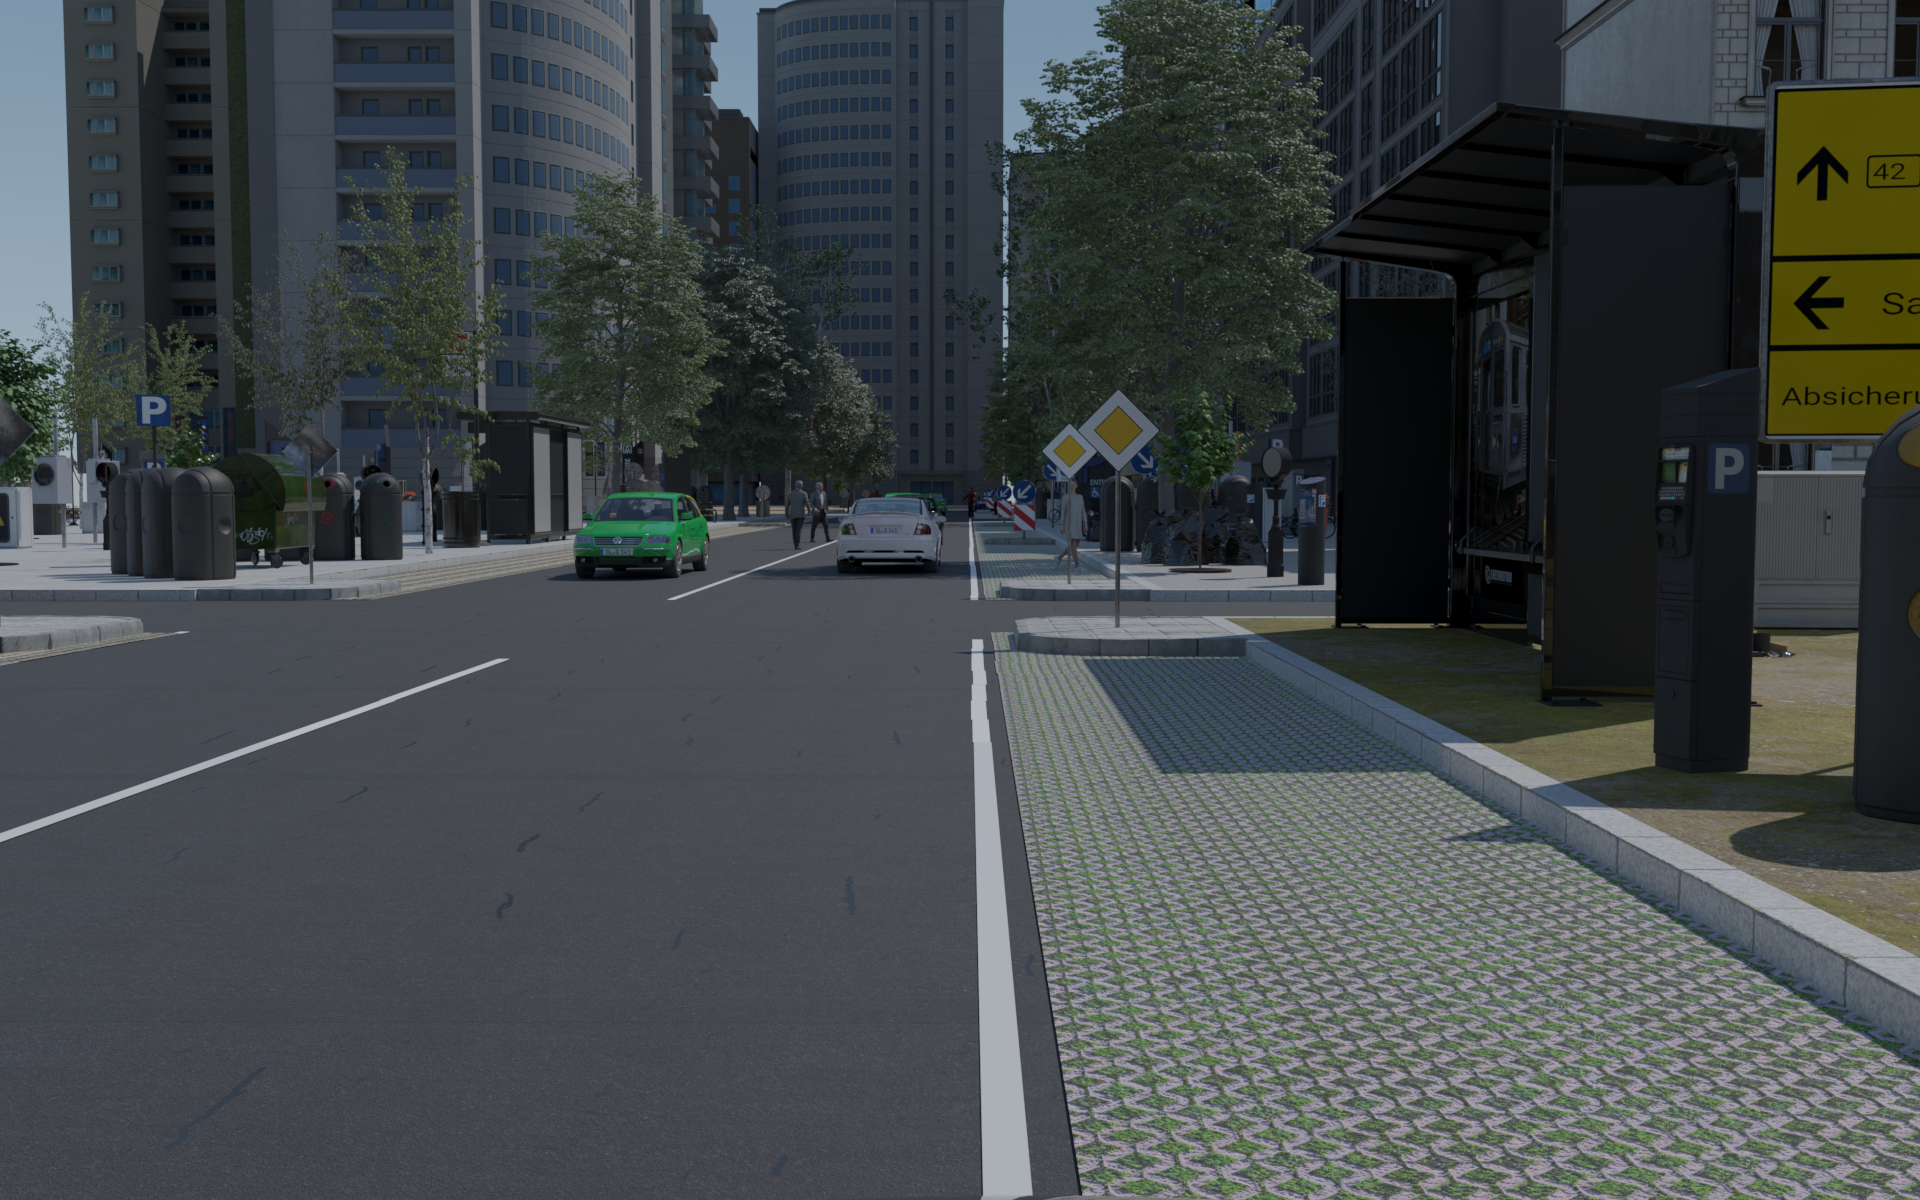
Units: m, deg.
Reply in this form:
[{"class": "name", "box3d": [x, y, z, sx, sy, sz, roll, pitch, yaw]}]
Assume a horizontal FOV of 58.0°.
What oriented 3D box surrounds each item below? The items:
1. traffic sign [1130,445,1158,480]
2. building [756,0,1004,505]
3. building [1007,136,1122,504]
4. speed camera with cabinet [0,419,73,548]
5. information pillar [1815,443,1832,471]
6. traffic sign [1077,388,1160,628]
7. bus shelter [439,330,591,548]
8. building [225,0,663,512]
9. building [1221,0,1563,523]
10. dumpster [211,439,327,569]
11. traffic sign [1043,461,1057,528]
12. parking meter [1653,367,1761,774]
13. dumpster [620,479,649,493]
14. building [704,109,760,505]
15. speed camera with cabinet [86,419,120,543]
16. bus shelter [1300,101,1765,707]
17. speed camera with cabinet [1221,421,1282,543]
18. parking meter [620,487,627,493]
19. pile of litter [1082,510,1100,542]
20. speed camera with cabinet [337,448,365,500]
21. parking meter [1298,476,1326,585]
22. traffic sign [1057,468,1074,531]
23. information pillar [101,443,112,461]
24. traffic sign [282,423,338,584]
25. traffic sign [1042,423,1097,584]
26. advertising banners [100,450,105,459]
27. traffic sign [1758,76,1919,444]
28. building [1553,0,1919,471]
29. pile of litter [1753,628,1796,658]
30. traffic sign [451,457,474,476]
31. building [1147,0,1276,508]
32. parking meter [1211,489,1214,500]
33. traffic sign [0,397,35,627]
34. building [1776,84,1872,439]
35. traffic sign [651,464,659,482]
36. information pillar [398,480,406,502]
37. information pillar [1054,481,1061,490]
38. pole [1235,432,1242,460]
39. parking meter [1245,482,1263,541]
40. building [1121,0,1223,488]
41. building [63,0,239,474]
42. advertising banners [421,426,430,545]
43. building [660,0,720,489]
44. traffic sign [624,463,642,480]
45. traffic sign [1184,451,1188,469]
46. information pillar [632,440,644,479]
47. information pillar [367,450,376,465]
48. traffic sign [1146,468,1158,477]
[{"class": "traffic sign", "box3d": [4.796, -2.745, 44.987, 0.768, 2.556, 0.104, 0, 4, 4]}, {"class": "building", "box3d": [-9.121, -40.471, 203.694, 28.212, 58.520, 21.231, 0, 4, 0]}, {"class": "building", "box3d": [12.592, -31.637, 200.855, 14.086, 41.232, 14.154, 0, 4, 0]}, {"class": "speed camera with cabinet", "box3d": [-22.213, -2.865, 41.172, 2.038, 3.252, 0.660, 1, 4, 9]}, {"class": "information pillar", "box3d": [16.484, -2.552, 33.088, 0.504, 3.616, 0.183, -3, 4, -37]}, {"class": "traffic sign", "box3d": [1.510, -0.791, 16.582, 0.795, 2.450, 0.064, 0, 4, 0]}, {"class": "bus shelter", "box3d": [-11.677, -4.136, 45.252, 2.179, 5.291, 8.768, 0, 4, 0]}, {"class": "building", "box3d": [-32.558, -34.964, 113.663, 21.231, 58.520, 28.212, 0, 4, 0]}, {"class": "building", "box3d": [21.757, -17.943, 86.871, 14.314, 27.812, 24.014, 0, 4, 0]}, {"class": "dumpster", "box3d": [-12.244, -1.712, 30.483, 1.502, 2.255, 1.985, 0, 4, 0]}, {"class": "traffic sign", "box3d": [3.518, -4.000, 65.510, 0.768, 2.556, 0.104, 1, 4, 10]}, {"class": "parking meter", "box3d": [3.457, -0.143, 8.046, 0.399, 1.863, 0.255, -1, 4, -16]}, {"class": "dumpster", "box3d": [-12.474, -3.770, 67.392, 1.264, 1.857, 1.865, 0, 4, 0]}, {"class": "building", "box3d": [-30.606, -33.717, 201.384, 14.200, 45.320, 14.600, 0, 4, 0]}, {"class": "speed camera with cabinet", "box3d": [-21.965, -3.113, 45.228, 2.038, 3.252, 0.660, 2, 4, 32]}, {"class": "bus shelter", "box3d": [4.084, -1.360, 13.513, 1.731, 3.624, 6.357, 0, 4, 0]}, {"class": "speed camera with cabinet", "box3d": [7.798, -3.184, 46.396, 0.660, 3.252, 2.038, -2, 4, -26]}, {"class": "parking meter", "box3d": [-12.514, -3.412, 64.204, 0.372, 1.533, 0.369, 0, 3, 0]}, {"class": "pile of litter", "box3d": [3.840, -2.017, 46.949, 1.176, 0.858, 1.719, 0, 4, -3]}, {"class": "speed camera with cabinet", "box3d": [-26.719, -4.974, 75.653, 0.660, 3.252, 2.038, 2, 4, 29]}, {"class": "parking meter", "box3d": [4.965, -0.981, 24.449, 0.372, 1.533, 0.369, 0, 3, 0]}, {"class": "traffic sign", "box3d": [3.612, -3.502, 59.395, 0.606, 2.300, 0.079, 1, 4, 10]}, {"class": "information pillar", "box3d": [-39.544, -5.441, 80.310, 0.183, 3.616, 0.504, 2, 4, 32]}, {"class": "traffic sign", "box3d": [-9.244, -1.284, 24.641, 0.795, 2.450, 0.064, 0, 4, 0]}, {"class": "traffic sign", "box3d": [1.550, -1.280, 24.567, 0.795, 2.450, 0.064, 0, 4, 0]}, {"class": "advertising banners", "box3d": [-33.596, -4.425, 68.539, 2.074, 3.025, 0.090, 3, 5, 43]}, {"class": "traffic sign", "box3d": [5.102, -0.895, 8.498, 2.265, 3.308, 0.079, 1, 4, 9]}, {"class": "building", "box3d": [24.478, -10.744, 40.288, 19.286, 19.102, 10.561, 0, 4, 0]}, {"class": "pile of litter", "box3d": [6.074, -0.023, 14.340, 1.176, 0.858, 1.719, -1, 4, -14]}, {"class": "traffic sign", "box3d": [-14.618, -3.127, 51.128, 0.884, 2.594, 0.081, 1, 4, 9]}, {"class": "building", "box3d": [26.522, -49.730, 125.758, 22.319, 86.520, 31.000, 0, 4, 0]}, {"class": "parking meter", "box3d": [12.879, -4.939, 89.158, 0.372, 1.533, 0.369, 0, 3, 0]}, {"class": "traffic sign", "box3d": [-9.284, -0.796, 16.656, 0.795, 2.450, 0.064, 0, 4, 0]}, {"class": "building", "box3d": [65.436, -32.371, 152.959, 21.600, 48.544, 21.300, 0, 4, 0]}, {"class": "traffic sign", "box3d": [-12.601, -4.446, 72.794, 0.768, 2.556, 0.104, 0, 4, 5]}, {"class": "information pillar", "box3d": [-30.075, -5.438, 93.411, 0.304, 2.012, 0.304, 0, 4, 6]}, {"class": "information pillar", "box3d": [5.393, -5.549, 95.214, 0.304, 2.012, 0.304, -3, 5, -40]}, {"class": "pole", "box3d": [9.076, -3.835, 56.540, 0.158, 3.312, 0.155, 0, 3, 0]}, {"class": "parking meter", "box3d": [6.020, -1.658, 35.515, 0.372, 1.533, 0.369, 0, 3, 0]}, {"class": "building", "box3d": [25.885, -32.383, 153.172, 21.300, 48.544, 21.600, 0, 4, 0]}, {"class": "building", "box3d": [-63.050, -32.398, 153.405, 21.600, 48.544, 21.300, 0, 4, 0]}, {"class": "advertising banners", "box3d": [-13.600, -2.932, 44.118, 0.090, 3.025, 2.074, -1, 4, -12]}, {"class": "building", "box3d": [-37.028, -32.570, 152.130, 30.456, 49.044, 23.786, 0, 4, 0]}, {"class": "traffic sign", "box3d": [-13.211, -4.275, 69.997, 0.768, 2.556, 0.104, 1, 4, 8]}, {"class": "traffic sign", "box3d": [5.998, -2.770, 45.394, 0.768, 2.556, 0.104, 0, 4, 7]}, {"class": "information pillar", "box3d": [-13.430, -4.958, 72.426, 0.504, 3.616, 0.183, 0, 4, -6]}, {"class": "information pillar", "box3d": [-31.029, -6.121, 91.425, 0.504, 3.616, 0.183, 1, 4, 17]}, {"class": "traffic sign", "box3d": [6.426, -3.539, 57.974, 0.768, 2.556, 0.104, 0, 4, 4]}]
